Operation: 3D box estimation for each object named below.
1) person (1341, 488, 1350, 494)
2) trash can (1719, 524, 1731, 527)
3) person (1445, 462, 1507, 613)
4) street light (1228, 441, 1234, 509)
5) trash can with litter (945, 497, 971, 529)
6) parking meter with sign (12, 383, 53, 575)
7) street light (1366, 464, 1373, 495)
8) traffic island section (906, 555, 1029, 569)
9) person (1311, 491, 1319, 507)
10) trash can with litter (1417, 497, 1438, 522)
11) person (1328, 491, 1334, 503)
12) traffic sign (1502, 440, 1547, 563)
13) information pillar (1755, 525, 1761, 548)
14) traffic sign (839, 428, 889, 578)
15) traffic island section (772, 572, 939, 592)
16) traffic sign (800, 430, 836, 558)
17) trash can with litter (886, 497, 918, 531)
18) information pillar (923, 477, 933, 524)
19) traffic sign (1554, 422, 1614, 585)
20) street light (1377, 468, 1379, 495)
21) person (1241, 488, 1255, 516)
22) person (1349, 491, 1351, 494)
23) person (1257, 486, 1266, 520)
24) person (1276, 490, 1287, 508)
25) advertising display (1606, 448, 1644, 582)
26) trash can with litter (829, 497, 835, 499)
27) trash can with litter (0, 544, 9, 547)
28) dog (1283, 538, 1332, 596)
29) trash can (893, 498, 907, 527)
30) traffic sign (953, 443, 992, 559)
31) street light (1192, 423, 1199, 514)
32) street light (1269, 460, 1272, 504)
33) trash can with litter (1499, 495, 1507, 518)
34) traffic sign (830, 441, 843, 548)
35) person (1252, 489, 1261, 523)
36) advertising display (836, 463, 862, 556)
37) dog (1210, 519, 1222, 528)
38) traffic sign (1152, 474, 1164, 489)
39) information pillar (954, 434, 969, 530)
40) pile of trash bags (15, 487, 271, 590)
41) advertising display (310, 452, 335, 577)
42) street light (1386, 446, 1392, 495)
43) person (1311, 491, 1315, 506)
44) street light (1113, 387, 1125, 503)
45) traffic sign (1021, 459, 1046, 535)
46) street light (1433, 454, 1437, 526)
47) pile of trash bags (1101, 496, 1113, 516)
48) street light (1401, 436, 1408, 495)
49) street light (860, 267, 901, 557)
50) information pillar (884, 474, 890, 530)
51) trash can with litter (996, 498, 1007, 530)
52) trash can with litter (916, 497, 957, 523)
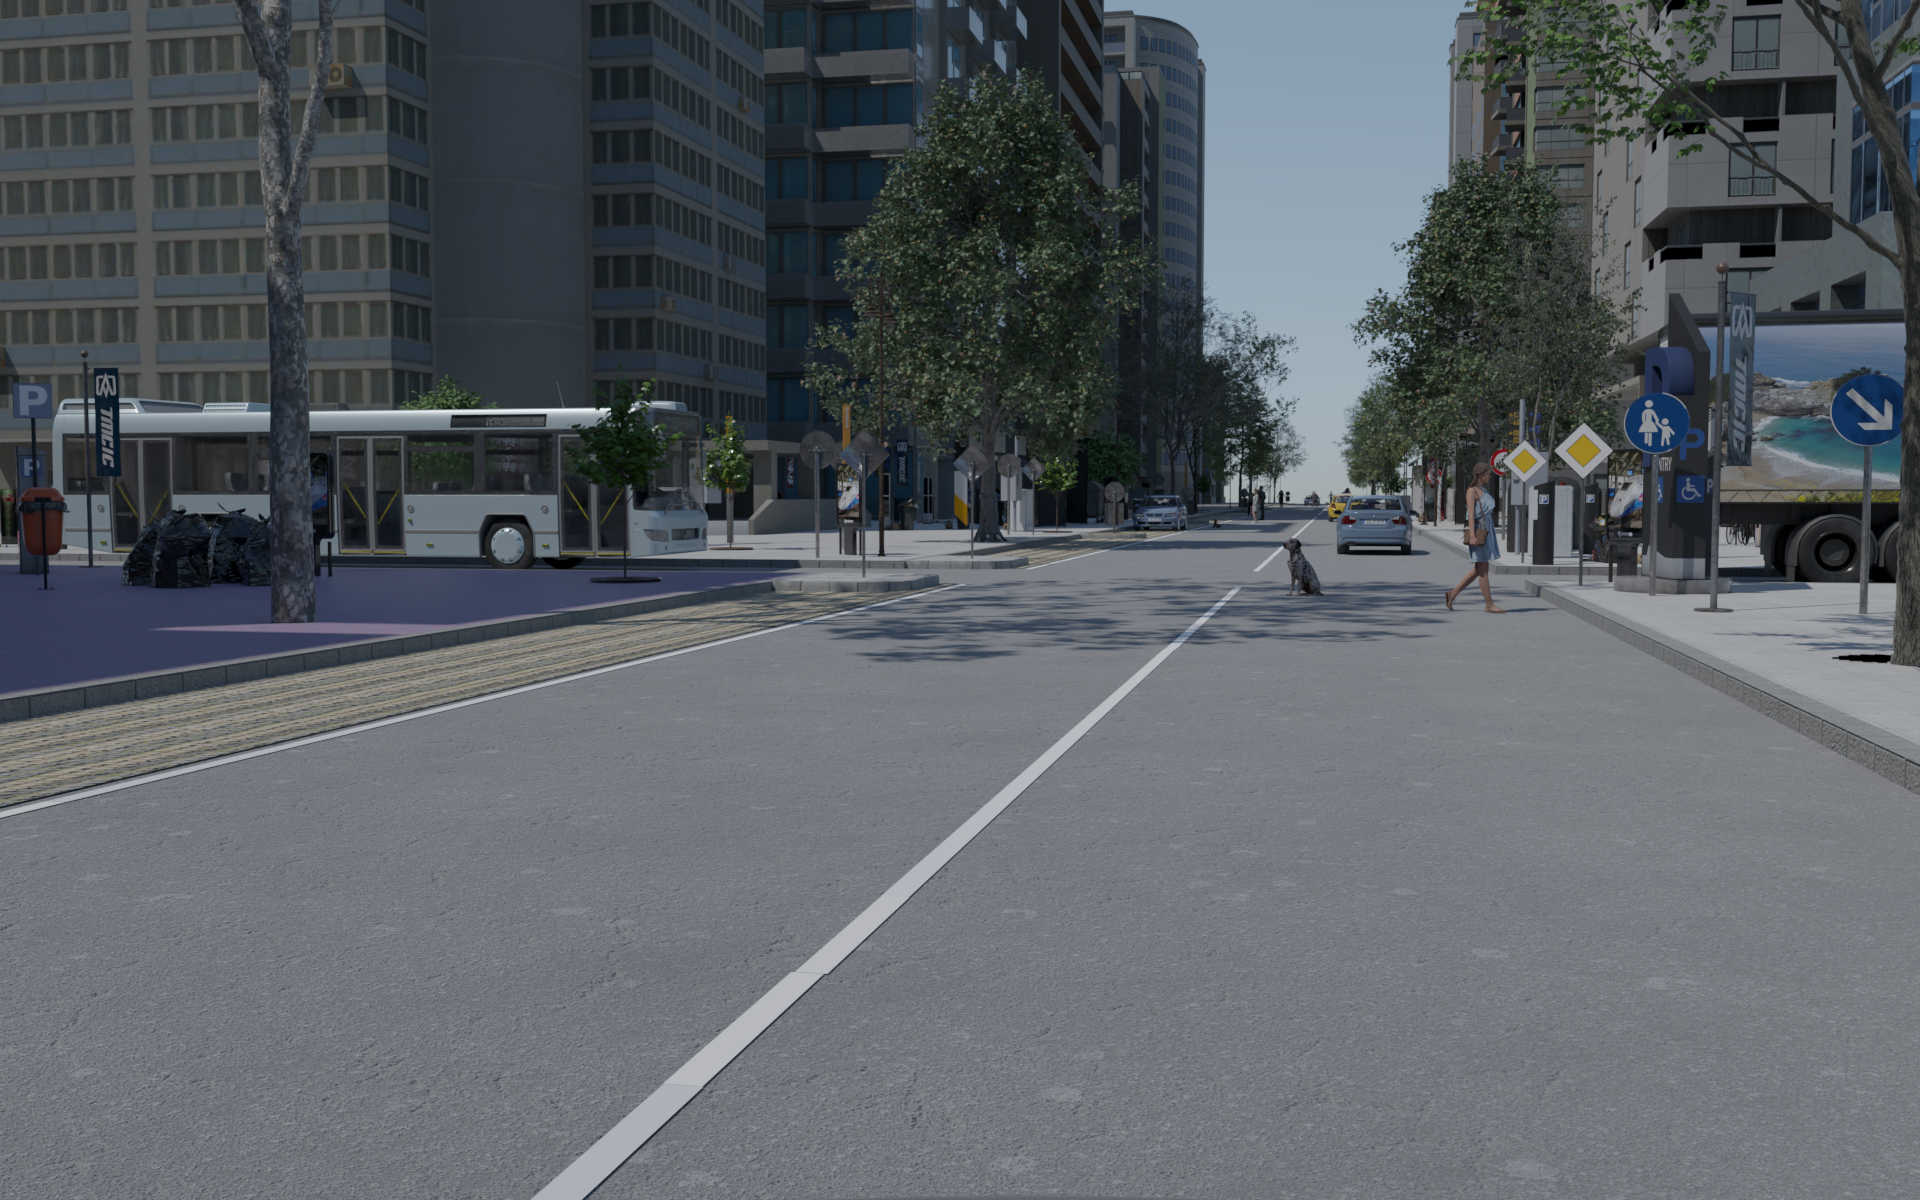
[{"bbox_3d":[21.604,-5.410,97.226,0.793,1.790,0.793,-3,5,-39],"label":"person"},{"bbox_3d":[29.613,-3.379,66.903,0.748,1.137,0.748,0,3,0],"label":"trash can"},{"bbox_3d":[6.217,-0.753,20.903,0.778,1.811,0.616,3,4,38],"label":"person"},{"bbox_3d":[22.913,-10.639,146.737,0.468,5.910,1.993,1,4,12],"label":"street light"},{"bbox_3d":[-0.113,-3.178,63.342,1.055,1.170,0.624,0,4,1],"label":"trash can with litter"},{"bbox_3d":[-15.005,-1.943,28.022,0.543,3.016,1.738,-2,4,-30],"label":"parking meter with sign"},{"bbox_3d":[53.247,-15.381,224.260,0.468,5.910,1.993,1,4,12],"label":"street light"},{"bbox_3d":[0.221,-0.742,34.415,2.009,0.180,2.903,1,4,12],"label":"traffic island section"},{"bbox_3d":[39.624,-11.261,193.172,0.990,1.755,0.434,0,4,-2],"label":"person"},{"bbox_3d":[21.333,-4.128,78.881,1.055,1.170,0.624,-3,5,-40],"label":"trash can with litter"},{"bbox_3d":[46.366,-12.704,216.290,1.350,1.814,0.705,-2,4,-34],"label":"person"},{"bbox_3d":[10.442,-1.740,32.089,0.795,2.450,0.064,1,4,12],"label":"traffic sign"},{"bbox_3d":[19.320,-2.269,41.588,0.304,2.012,0.304,0,4,7],"label":"information pillar"},{"bbox_3d":[-1.473,-1.401,26.550,0.795,2.450,0.064,1,4,12],"label":"traffic sign"},{"bbox_3d":[-1.498,-0.265,26.617,2.009,0.180,2.903,1,4,12],"label":"traffic island section"},{"bbox_3d":[-2.860,-2.116,34.706,0.768,2.556,0.104,1,4,15],"label":"traffic sign"},{"bbox_3d":[-2.045,-3.031,60.952,1.055,1.170,0.624,-2,4,-31],"label":"trash can with litter"},{"bbox_3d":[-1.373,-4.238,73.785,0.304,2.012,0.304,2,4,35],"label":"information pillar"},{"bbox_3d":[8.723,-1.263,24.290,0.795,2.450,0.064,1,4,12],"label":"traffic sign"},{"bbox_3d":[43.398,-12.661,179.789,0.468,5.910,1.993,1,4,12],"label":"street light"},{"bbox_3d":[18.738,-6.304,111.584,1.348,1.823,0.705,0,3,0],"label":"person"},{"bbox_3d":[35.012,-8.975,156.037,0.742,1.727,0.445,-1,4,-18],"label":"person"},{"bbox_3d":[16.550,-5.347,95.286,0.474,1.900,0.648,2,4,24],"label":"person"},{"bbox_3d":[33.654,-10.587,181.224,1.348,1.869,0.705,3,5,44],"label":"person"},{"bbox_3d":[9.530,-1.192,24.699,0.123,1.923,0.974,-1,4,-10],"label":"advertising display"},{"bbox_3d":[-5.604,-3.999,76.763,0.624,1.170,1.055,1,4,11],"label":"trash can with litter"},{"bbox_3d":[-23.719,-1.858,41.436,1.678,1.210,2.233,0,4,-6],"label":"trash can with litter"},{"bbox_3d":[4.941,-0.458,24.319,0.800,0.831,0.513,1,4,11],"label":"dog"},{"bbox_3d":[-2.220,-3.348,66.386,0.748,1.137,0.748,0,3,0],"label":"trash can"},{"bbox_3d":[0.246,-1.878,34.348,0.795,2.450,0.064,1,4,12],"label":"traffic sign"},{"bbox_3d":[14.964,-8.413,110.334,0.468,5.910,1.993,1,4,12],"label":"street light"},{"bbox_3d":[40.737,-15.567,227.304,0.468,5.910,1.993,1,4,12],"label":"street light"},{"bbox_3d":[28.758,-4.924,91.566,1.678,1.210,2.233,-2,4,-33],"label":"trash can with litter"},{"bbox_3d":[-2.786,-2.528,41.438,0.768,2.556,0.104,1,4,17],"label":"traffic sign"},{"bbox_3d":[14.525,-4.622,85.080,0.522,1.701,0.512,0,4,-3],"label":"person"},{"bbox_3d":[-2.302,-1.905,36.356,0.123,1.923,0.974,-2,4,-33],"label":"advertising display"},{"bbox_3d":[10.766,-3.230,73.000,0.550,0.427,0.748,1,4,19],"label":"dog"},{"bbox_3d":[12.372,-6.610,108.180,0.768,2.556,0.104,1,4,19],"label":"traffic sign"},{"bbox_3d":[0.046,-4.317,61.930,0.504,3.616,0.183,1,4,23],"label":"information pillar"},{"bbox_3d":[-11.210,-0.882,24.177,3.447,1.369,1.912,-2,4,-31],"label":"pile of trash bags"},{"bbox_3d":[-10.169,-1.334,27.025,0.974,1.923,0.123,2,4,24],"label":"advertising display"},{"bbox_3d":[35.505,-10.433,143.373,0.468,5.910,1.993,1,4,12],"label":"street light"},{"bbox_3d":[43.636,-12.576,214.097,1.348,1.826,0.705,3,5,43],"label":"person"},{"bbox_3d":[6.539,-6.068,71.994,0.468,5.910,1.993,1,4,12],"label":"street light"},{"bbox_3d":[2.295,-3.231,54.017,0.795,2.450,0.064,1,4,14],"label":"traffic sign"},{"bbox_3d":[18.849,-5.855,68.517,0.468,5.910,1.993,1,4,12],"label":"street light"},{"bbox_3d":[8.577,-5.611,101.497,1.912,1.369,3.447,0,4,-6],"label":"pile of trash bags"},{"bbox_3d":[27.460,-8.208,106.990,0.468,5.910,1.993,1,4,12],"label":"street light"},{"bbox_3d":[-1.607,-3.828,35.380,0.468,5.910,1.993,1,4,12],"label":"street light"},{"bbox_3d":[-2.650,-3.516,61.973,0.304,2.012,0.304,0,4,-3],"label":"information pillar"},{"bbox_3d":[1.980,-3.047,61.200,1.055,1.170,0.624,1,4,21],"label":"trash can with litter"},{"bbox_3d":[-1.111,-4.000,76.460,2.233,1.210,1.678,2,4,28],"label":"trash can with litter"}]
